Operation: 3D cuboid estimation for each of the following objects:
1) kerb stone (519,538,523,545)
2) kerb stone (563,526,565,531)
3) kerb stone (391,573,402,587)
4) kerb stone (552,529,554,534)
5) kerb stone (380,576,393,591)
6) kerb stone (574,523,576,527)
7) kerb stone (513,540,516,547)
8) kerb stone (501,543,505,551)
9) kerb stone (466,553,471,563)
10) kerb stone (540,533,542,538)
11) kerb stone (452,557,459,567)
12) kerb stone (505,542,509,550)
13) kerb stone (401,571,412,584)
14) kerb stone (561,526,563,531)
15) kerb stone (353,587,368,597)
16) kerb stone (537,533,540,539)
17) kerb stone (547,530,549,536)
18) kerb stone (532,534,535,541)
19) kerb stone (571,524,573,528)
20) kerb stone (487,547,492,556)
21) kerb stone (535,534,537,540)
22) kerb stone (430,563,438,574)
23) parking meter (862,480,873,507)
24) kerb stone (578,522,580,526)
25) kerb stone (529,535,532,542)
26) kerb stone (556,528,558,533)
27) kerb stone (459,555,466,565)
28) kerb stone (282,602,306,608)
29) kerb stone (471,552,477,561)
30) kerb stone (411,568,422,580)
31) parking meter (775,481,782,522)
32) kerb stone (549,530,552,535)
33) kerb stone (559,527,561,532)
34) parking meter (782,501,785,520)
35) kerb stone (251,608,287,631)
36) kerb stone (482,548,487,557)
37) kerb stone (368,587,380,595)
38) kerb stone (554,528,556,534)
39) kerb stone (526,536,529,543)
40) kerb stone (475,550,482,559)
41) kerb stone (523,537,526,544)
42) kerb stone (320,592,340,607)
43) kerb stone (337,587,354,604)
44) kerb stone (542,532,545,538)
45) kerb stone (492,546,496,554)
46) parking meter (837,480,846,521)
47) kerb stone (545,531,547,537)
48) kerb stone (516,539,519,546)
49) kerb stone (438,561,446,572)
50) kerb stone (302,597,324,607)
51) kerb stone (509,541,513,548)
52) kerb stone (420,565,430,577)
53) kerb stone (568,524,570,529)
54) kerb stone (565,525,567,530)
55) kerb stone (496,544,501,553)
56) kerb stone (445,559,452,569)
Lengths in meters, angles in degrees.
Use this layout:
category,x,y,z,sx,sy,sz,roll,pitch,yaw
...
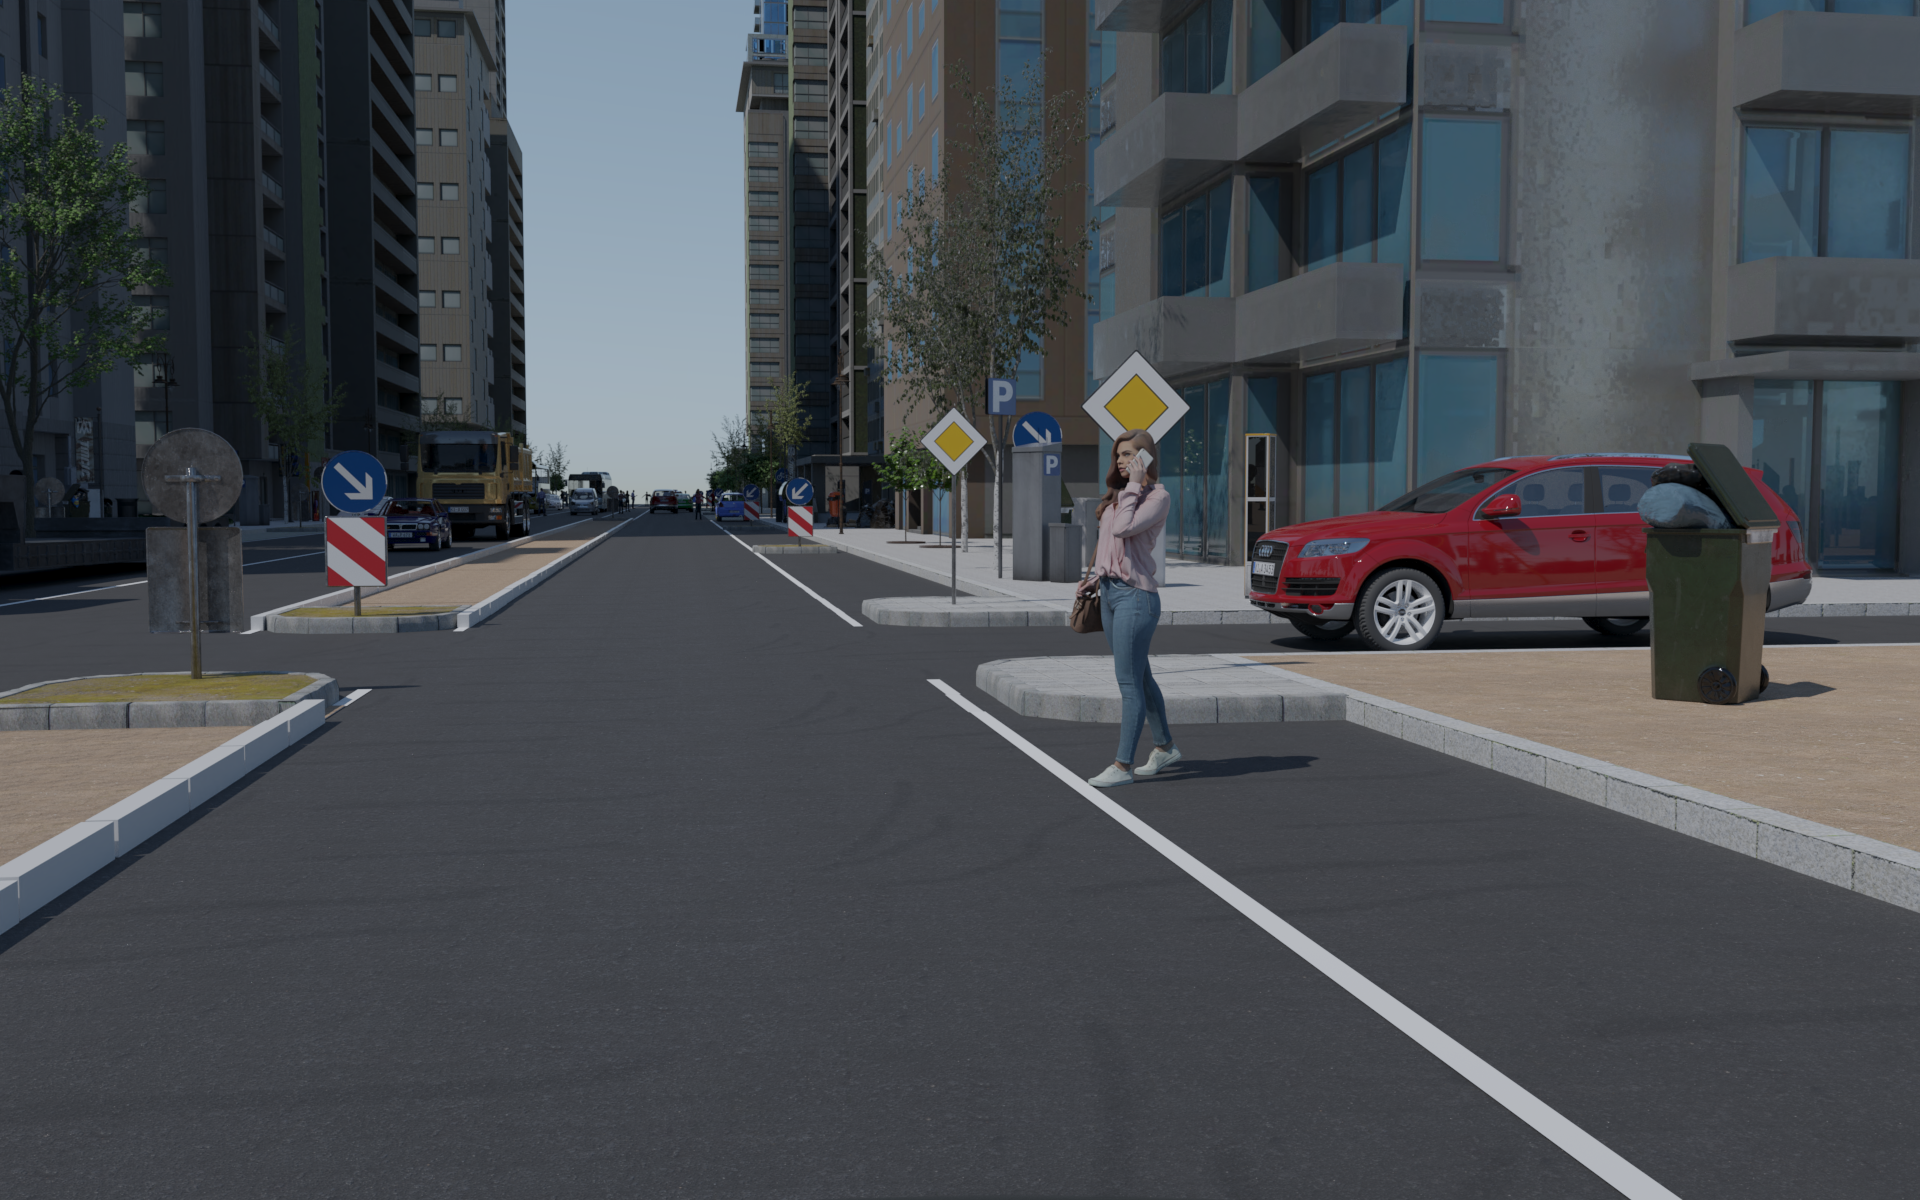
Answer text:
category,x,y,z,sx,sy,sz,roll,pitch,yaw
kerb stone,-12.289,-1.576,47.959,0.120,0.150,1.000,-1,4,-9
kerb stone,-15.285,-2.689,66.169,0.120,0.150,1.000,-1,4,-9
kerb stone,-8.786,-0.275,26.732,0.120,0.150,1.000,-1,4,-9
kerb stone,-14.289,-2.318,60.102,0.120,0.150,1.000,-1,4,-9
kerb stone,-8.611,-0.216,25.725,0.120,0.150,1.000,-1,4,-9
kerb stone,-16.451,-3.120,73.238,0.120,0.150,1.000,-1,4,-9
kerb stone,-11.952,-1.452,45.942,0.120,0.150,1.000,-1,4,-9
kerb stone,-11.454,-1.267,42.910,0.120,0.150,1.000,-1,4,-9
kerb stone,-10.284,-0.832,35.834,0.120,0.150,1.000,-1,4,-9
kerb stone,-13.455,-2.009,55.038,0.120,0.150,1.000,-1,4,-9
kerb stone,-9.949,-0.711,33.814,0.120,0.150,1.000,-1,4,-9
kerb stone,-11.620,-1.329,43.922,0.120,0.150,1.000,-1,4,-9
kerb stone,-8.955,-0.339,27.740,0.120,0.150,1.000,-1,4,-9
kerb stone,-15.123,-2.626,65.160,0.120,0.150,1.000,-1,4,-9
kerb stone,-8.286,-0.092,23.692,0.120,0.150,1.000,-1,4,-9
kerb stone,-13.285,-1.945,54.020,0.120,0.150,1.000,-1,4,-9
kerb stone,-13.957,-2.192,58.077,0.120,0.150,1.000,-1,4,-9
kerb stone,-12.949,-1.823,51.997,0.120,0.150,1.000,-1,4,-9
kerb stone,-16.119,-2.998,71.210,0.120,0.150,1.000,-1,4,-9
kerb stone,-10.957,-1.082,39.878,0.120,0.150,1.000,-1,4,-9
kerb stone,-13.112,-1.885,53.010,0.120,0.150,1.000,-1,4,-9
kerb stone,-9.457,-0.525,30.774,0.120,0.150,1.000,-1,4,-9
parking meter,-3.768,-3.961,70.470,0.399,1.863,0.255,0,4,4
kerb stone,-16.948,-3.307,76.263,0.120,0.150,1.000,-1,4,-9
kerb stone,-12.782,-1.761,50.988,0.120,0.150,1.000,-1,4,-9
kerb stone,-14.617,-2.442,62.128,0.120,0.150,1.000,-1,4,-9
kerb stone,-10.116,-0.772,34.826,0.120,0.150,1.000,-1,4,-9
kerb stone,-7.621,0.156,19.649,0.120,0.150,1.000,-1,4,-9
kerb stone,-10.456,-0.893,36.841,0.120,0.150,1.000,-1,4,-9
kerb stone,-9.117,-0.398,28.756,0.120,0.150,1.000,-1,4,-9
parking meter,-8.238,-4.469,78.778,0.255,1.863,0.399,-1,4,-15
kerb stone,-14.119,-2.257,59.090,0.120,0.150,1.000,-1,4,-9
kerb stone,-14.958,-2.566,64.143,0.120,0.150,1.000,-1,4,-9
parking meter,-8.864,-4.774,86.467,0.372,1.533,0.369,0,3,0
kerb stone,-7.449,0.219,18.642,0.120,0.150,1.000,-1,4,-9
kerb stone,-10.791,-1.020,38.870,0.120,0.150,1.000,-1,4,-9
kerb stone,-8.457,-0.154,24.707,0.120,0.150,1.000,-1,4,-9
kerb stone,-14.460,-2.378,61.117,0.120,0.150,1.000,-1,4,-9
kerb stone,-12.621,-1.699,49.979,0.120,0.150,1.000,-1,4,-9
kerb stone,-10.620,-0.954,37.857,0.120,0.150,1.000,-1,4,-9
kerb stone,-12.457,-1.637,48.967,0.120,0.150,1.000,-1,4,-9
kerb stone,-7.953,0.032,21.671,0.120,0.150,1.000,-1,4,-9
kerb stone,-8.120,-0.029,22.680,0.120,0.150,1.000,-1,4,-9
kerb stone,-13.617,-2.070,56.047,0.120,0.150,1.000,-1,4,-9
kerb stone,-11.119,-1.144,40.893,0.120,0.150,1.000,-1,4,-9
parking meter,-4.787,-3.928,69.939,0.255,1.863,0.399,1,4,11
kerb stone,-13.786,-2.127,57.055,0.120,0.150,1.000,-1,4,-9
kerb stone,-12.120,-1.513,46.951,0.120,0.150,1.000,-1,4,-9
kerb stone,-9.609,-0.586,31.785,0.120,0.150,1.000,-1,4,-9
kerb stone,-7.786,0.094,20.663,0.120,0.150,1.000,-1,4,-9
kerb stone,-11.782,-1.390,44.931,0.120,0.150,1.000,-1,4,-9
kerb stone,-9.287,-0.463,29.763,0.120,0.150,1.000,-1,4,-9
kerb stone,-15.784,-2.875,69.194,0.120,0.150,1.000,-1,4,-9
kerb stone,-15.449,-2.750,67.177,0.120,0.150,1.000,-1,4,-9
kerb stone,-11.288,-1.205,41.902,0.120,0.150,1.000,-1,4,-9
kerb stone,-9.793,-0.643,32.801,0.120,0.150,1.000,-1,4,-9
